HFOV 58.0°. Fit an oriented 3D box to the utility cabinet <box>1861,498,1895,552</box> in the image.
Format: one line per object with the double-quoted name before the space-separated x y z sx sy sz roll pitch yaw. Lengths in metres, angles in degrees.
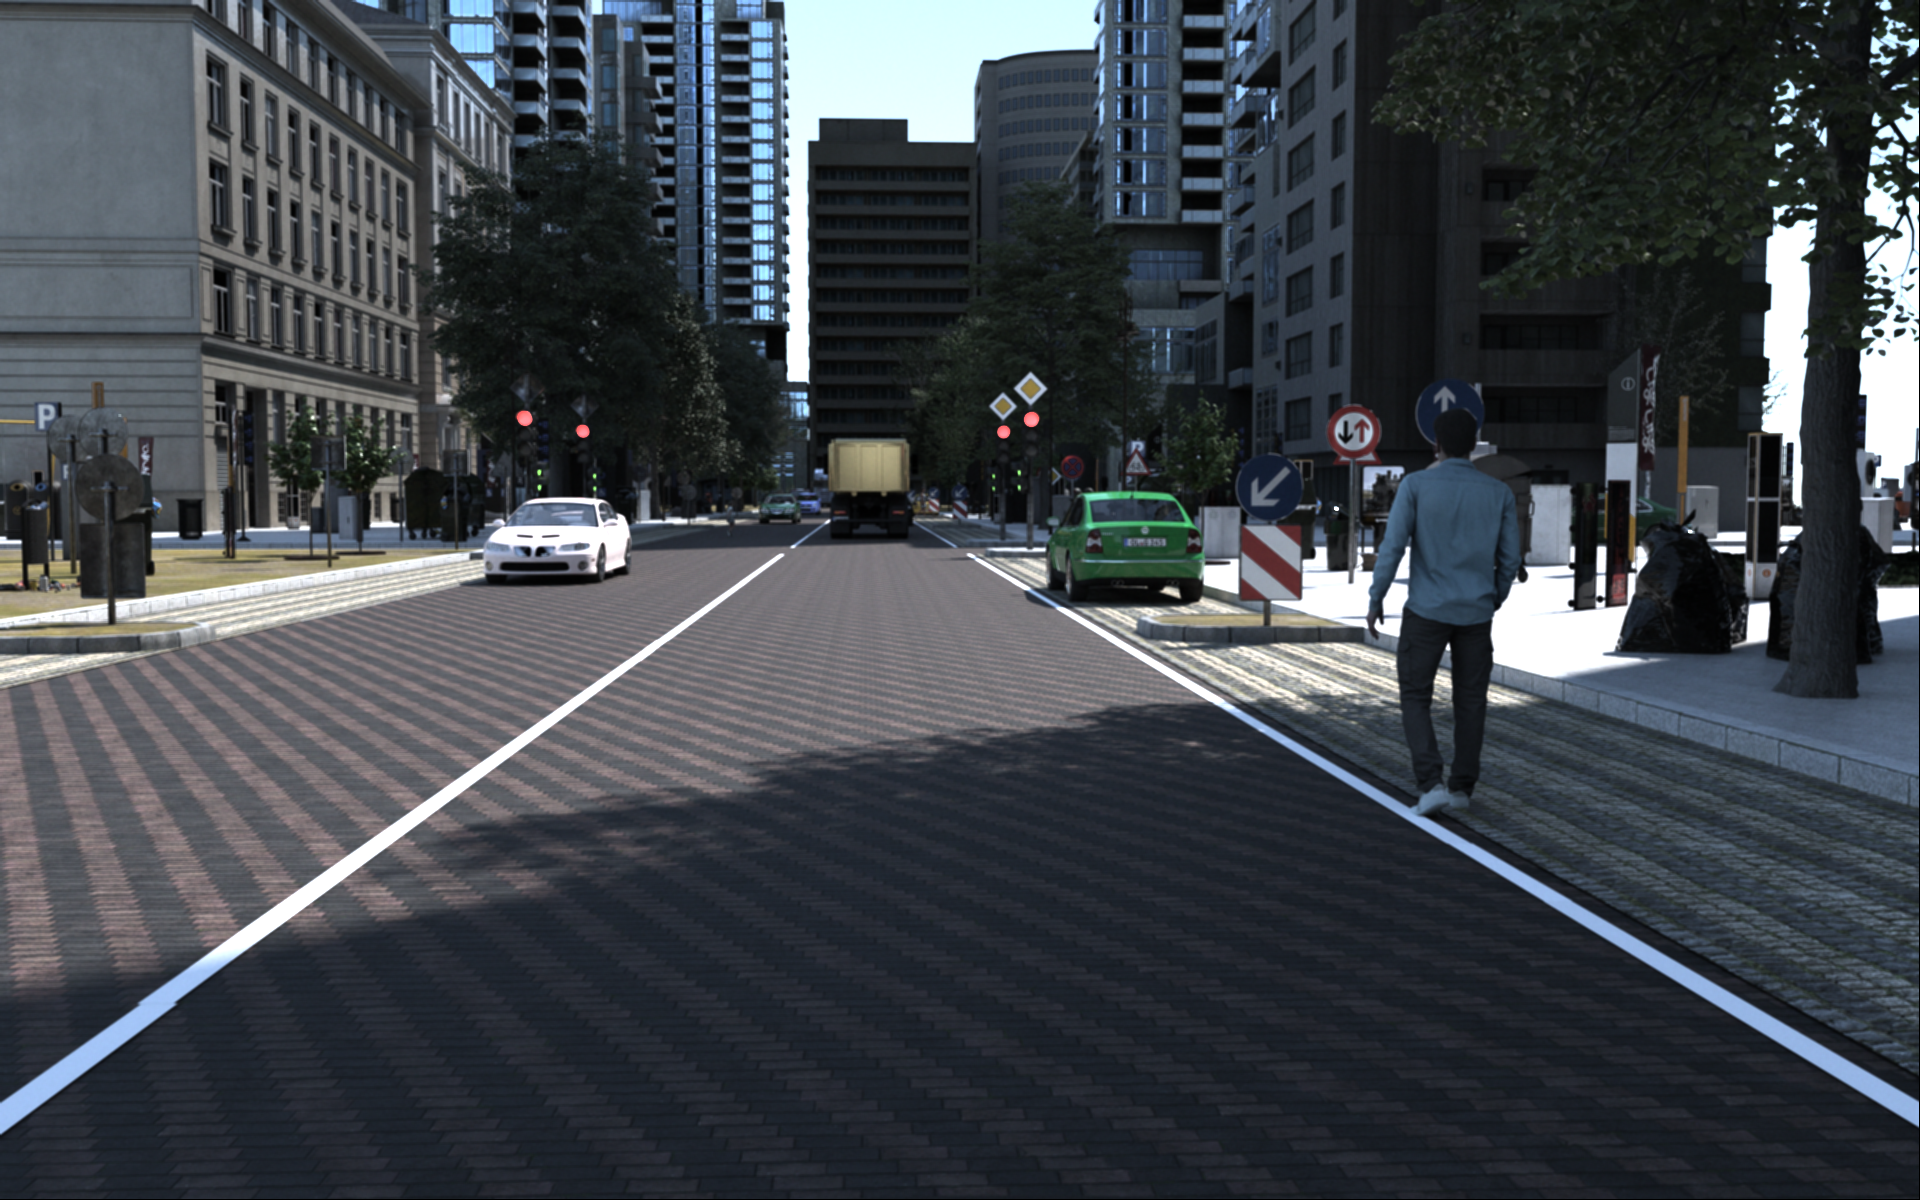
"utility cabinet" 15.126 -1.090 28.982 0.306 1.237 1.020 -1 4 -11

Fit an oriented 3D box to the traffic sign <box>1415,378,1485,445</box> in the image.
"traffic sign" 5.385 -1.164 19.135 0.768 2.556 0.104 0 4 -3

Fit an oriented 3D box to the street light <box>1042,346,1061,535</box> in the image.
"street light" 2.852 -4.986 54.313 0.468 5.910 1.993 0 4 -3

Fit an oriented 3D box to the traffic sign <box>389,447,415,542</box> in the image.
"traffic sign" -15.094 -2.852 46.736 0.768 2.556 0.104 0 4 3

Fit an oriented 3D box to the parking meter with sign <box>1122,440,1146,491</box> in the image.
"parking meter with sign" 5.470 -3.634 55.676 0.543 3.016 1.738 1 4 23

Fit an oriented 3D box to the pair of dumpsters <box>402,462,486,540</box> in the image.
"pair of dumpsters" -14.972 -2.921 50.254 1.574 2.255 4.437 0 4 -3

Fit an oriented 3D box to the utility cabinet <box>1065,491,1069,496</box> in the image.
"utility cabinet" 6.499 -6.386 113.085 1.173 1.500 0.318 1 4 11

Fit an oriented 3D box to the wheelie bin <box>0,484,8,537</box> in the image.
"wheelie bin" -28.860 -2.705 52.141 0.980 1.594 0.693 0 4 -2

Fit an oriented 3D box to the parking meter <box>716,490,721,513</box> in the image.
"parking meter" -16.662 -6.804 119.650 0.372 1.533 0.369 0 3 0

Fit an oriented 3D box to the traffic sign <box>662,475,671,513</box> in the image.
"traffic sign" -19.225 -7.001 114.465 0.884 2.594 0.081 0 4 -2

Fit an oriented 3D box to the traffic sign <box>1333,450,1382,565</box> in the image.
"traffic sign" 7.164 -1.913 31.285 0.884 2.594 0.081 0 4 1

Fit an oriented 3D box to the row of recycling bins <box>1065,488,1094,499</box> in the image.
"row of recycling bins" 7.337 -6.681 116.350 3.534 1.692 1.069 1 4 21

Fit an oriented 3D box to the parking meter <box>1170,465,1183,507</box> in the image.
"parking meter" 4.363 -1.788 34.951 0.255 1.863 0.399 1 4 10

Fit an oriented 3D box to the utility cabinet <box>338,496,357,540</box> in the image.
"utility cabinet" -17.255 -2.315 49.008 0.306 1.237 1.020 -3 5 -42

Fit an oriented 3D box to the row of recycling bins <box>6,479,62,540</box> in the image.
"row of recycling bins" -25.239 -2.542 48.668 3.534 1.692 1.069 1 4 15

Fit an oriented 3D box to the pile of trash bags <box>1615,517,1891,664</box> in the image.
"pile of trash bags" 6.961 -0.242 13.705 1.912 1.369 3.447 -3 5 -42

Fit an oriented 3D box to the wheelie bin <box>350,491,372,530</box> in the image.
"wheelie bin" -21.545 -3.321 62.200 0.693 1.594 0.980 -3 5 -42

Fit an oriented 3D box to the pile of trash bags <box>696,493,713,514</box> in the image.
"pile of trash bags" -16.880 -6.277 112.379 1.912 1.369 3.447 1 4 15

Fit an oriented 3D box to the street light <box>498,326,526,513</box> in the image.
"street light" -12.320 -4.586 47.761 0.468 5.910 1.993 0 4 -3

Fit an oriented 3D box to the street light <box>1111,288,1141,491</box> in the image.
"street light" 3.721 -4.054 39.074 0.468 5.910 1.993 0 4 -3

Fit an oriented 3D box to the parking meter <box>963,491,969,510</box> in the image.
"parking meter" 0.411 -6.373 112.607 0.372 1.533 0.369 0 3 0

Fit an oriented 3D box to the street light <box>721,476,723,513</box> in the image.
"street light" -15.920 -8.730 115.522 0.468 5.910 1.993 0 4 -3

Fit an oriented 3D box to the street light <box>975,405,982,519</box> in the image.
"street light" 1.022 -7.077 88.503 0.468 5.910 1.993 0 4 -3

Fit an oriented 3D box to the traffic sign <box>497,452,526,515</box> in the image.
"traffic sign" -13.813 -3.261 53.316 0.884 2.594 0.081 0 4 -2

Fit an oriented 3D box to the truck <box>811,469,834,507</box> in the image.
"truck" -14.709 -12.189 189.045 2.967 4.110 18.799 0 4 -5

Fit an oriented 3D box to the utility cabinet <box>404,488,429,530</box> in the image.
"utility cabinet" -19.139 -3.202 61.029 0.318 1.500 1.173 1 4 11

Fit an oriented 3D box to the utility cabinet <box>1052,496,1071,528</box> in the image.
"utility cabinet" 3.841 -3.380 66.419 1.020 1.237 0.306 0 4 5

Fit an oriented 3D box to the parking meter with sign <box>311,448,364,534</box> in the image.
"parking meter with sign" -20.321 -3.680 56.428 1.738 3.016 0.543 0 4 6

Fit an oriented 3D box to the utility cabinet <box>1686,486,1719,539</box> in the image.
"utility cabinet" 20.740 -2.436 48.504 1.173 1.500 0.318 -2 4 -31

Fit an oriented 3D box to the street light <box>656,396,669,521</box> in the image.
"street light" -13.995 -6.658 81.648 0.468 5.910 1.993 0 4 -3

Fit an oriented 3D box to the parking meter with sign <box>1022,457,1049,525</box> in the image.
"parking meter with sign" 3.345 -4.643 72.180 0.543 3.016 1.738 -3 4 -36

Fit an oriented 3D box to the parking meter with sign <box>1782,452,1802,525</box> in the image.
"parking meter with sign" 33.889 -4.590 71.300 0.543 3.016 1.738 -3 5 -40

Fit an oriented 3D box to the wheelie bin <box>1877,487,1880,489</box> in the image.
"wheelie bin" 43.877 -4.576 82.731 0.693 1.594 0.980 3 5 44

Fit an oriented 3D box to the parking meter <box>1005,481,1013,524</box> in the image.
"parking meter" 2.083 -4.240 75.032 0.399 1.863 0.255 3 5 41

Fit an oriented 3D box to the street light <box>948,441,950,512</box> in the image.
"street light" -0.768 -9.158 122.516 0.468 5.910 1.993 0 4 -3

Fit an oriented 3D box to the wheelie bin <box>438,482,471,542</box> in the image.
"wheelie bin" -13.550 -2.360 46.497 0.693 1.594 0.980 0 4 8

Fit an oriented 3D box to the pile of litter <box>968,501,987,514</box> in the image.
"pile of litter" 0.984 -5.969 111.550 1.719 0.858 1.176 0 4 -1

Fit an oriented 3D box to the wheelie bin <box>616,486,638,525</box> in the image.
"wheelie bin" -14.998 -4.332 78.734 0.980 1.594 0.693 -2 4 -31

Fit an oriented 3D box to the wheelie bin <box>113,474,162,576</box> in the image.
"wheelie bin" -13.116 -1.183 27.256 0.980 1.594 0.693 -2 4 -33

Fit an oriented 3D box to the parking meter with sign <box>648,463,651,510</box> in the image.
"parking meter with sign" -17.401 -6.158 96.937 0.543 3.016 1.738 0 4 5

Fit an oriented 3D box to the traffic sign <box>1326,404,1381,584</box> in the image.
"traffic sign" 5.602 -1.506 24.726 0.768 2.556 0.104 0 4 4

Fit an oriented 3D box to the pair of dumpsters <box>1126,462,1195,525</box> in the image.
"pair of dumpsters" 6.108 -3.046 52.290 1.574 2.255 4.437 0 4 -3

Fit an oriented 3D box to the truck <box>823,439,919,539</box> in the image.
"truck" -3.077 -3.877 59.318 3.469 3.379 9.791 0 4 -3

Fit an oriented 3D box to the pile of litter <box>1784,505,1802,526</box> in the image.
"pile of litter" 33.676 -3.386 69.322 1.176 0.858 1.719 1 4 9

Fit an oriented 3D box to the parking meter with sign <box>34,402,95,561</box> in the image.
"parking meter with sign" -17.092 -2.293 33.748 0.543 3.016 1.738 1 4 15

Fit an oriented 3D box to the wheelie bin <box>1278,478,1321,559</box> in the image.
"wheelie bin" 6.609 -1.609 34.209 0.980 1.594 0.693 0 4 -8

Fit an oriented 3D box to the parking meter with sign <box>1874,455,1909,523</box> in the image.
"parking meter with sign" 41.310 -4.932 76.893 1.738 3.016 0.543 -1 4 -16

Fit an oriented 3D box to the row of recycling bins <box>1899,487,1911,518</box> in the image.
"row of recycling bins" 50.201 -5.215 92.374 3.534 1.692 1.069 -2 4 -29
